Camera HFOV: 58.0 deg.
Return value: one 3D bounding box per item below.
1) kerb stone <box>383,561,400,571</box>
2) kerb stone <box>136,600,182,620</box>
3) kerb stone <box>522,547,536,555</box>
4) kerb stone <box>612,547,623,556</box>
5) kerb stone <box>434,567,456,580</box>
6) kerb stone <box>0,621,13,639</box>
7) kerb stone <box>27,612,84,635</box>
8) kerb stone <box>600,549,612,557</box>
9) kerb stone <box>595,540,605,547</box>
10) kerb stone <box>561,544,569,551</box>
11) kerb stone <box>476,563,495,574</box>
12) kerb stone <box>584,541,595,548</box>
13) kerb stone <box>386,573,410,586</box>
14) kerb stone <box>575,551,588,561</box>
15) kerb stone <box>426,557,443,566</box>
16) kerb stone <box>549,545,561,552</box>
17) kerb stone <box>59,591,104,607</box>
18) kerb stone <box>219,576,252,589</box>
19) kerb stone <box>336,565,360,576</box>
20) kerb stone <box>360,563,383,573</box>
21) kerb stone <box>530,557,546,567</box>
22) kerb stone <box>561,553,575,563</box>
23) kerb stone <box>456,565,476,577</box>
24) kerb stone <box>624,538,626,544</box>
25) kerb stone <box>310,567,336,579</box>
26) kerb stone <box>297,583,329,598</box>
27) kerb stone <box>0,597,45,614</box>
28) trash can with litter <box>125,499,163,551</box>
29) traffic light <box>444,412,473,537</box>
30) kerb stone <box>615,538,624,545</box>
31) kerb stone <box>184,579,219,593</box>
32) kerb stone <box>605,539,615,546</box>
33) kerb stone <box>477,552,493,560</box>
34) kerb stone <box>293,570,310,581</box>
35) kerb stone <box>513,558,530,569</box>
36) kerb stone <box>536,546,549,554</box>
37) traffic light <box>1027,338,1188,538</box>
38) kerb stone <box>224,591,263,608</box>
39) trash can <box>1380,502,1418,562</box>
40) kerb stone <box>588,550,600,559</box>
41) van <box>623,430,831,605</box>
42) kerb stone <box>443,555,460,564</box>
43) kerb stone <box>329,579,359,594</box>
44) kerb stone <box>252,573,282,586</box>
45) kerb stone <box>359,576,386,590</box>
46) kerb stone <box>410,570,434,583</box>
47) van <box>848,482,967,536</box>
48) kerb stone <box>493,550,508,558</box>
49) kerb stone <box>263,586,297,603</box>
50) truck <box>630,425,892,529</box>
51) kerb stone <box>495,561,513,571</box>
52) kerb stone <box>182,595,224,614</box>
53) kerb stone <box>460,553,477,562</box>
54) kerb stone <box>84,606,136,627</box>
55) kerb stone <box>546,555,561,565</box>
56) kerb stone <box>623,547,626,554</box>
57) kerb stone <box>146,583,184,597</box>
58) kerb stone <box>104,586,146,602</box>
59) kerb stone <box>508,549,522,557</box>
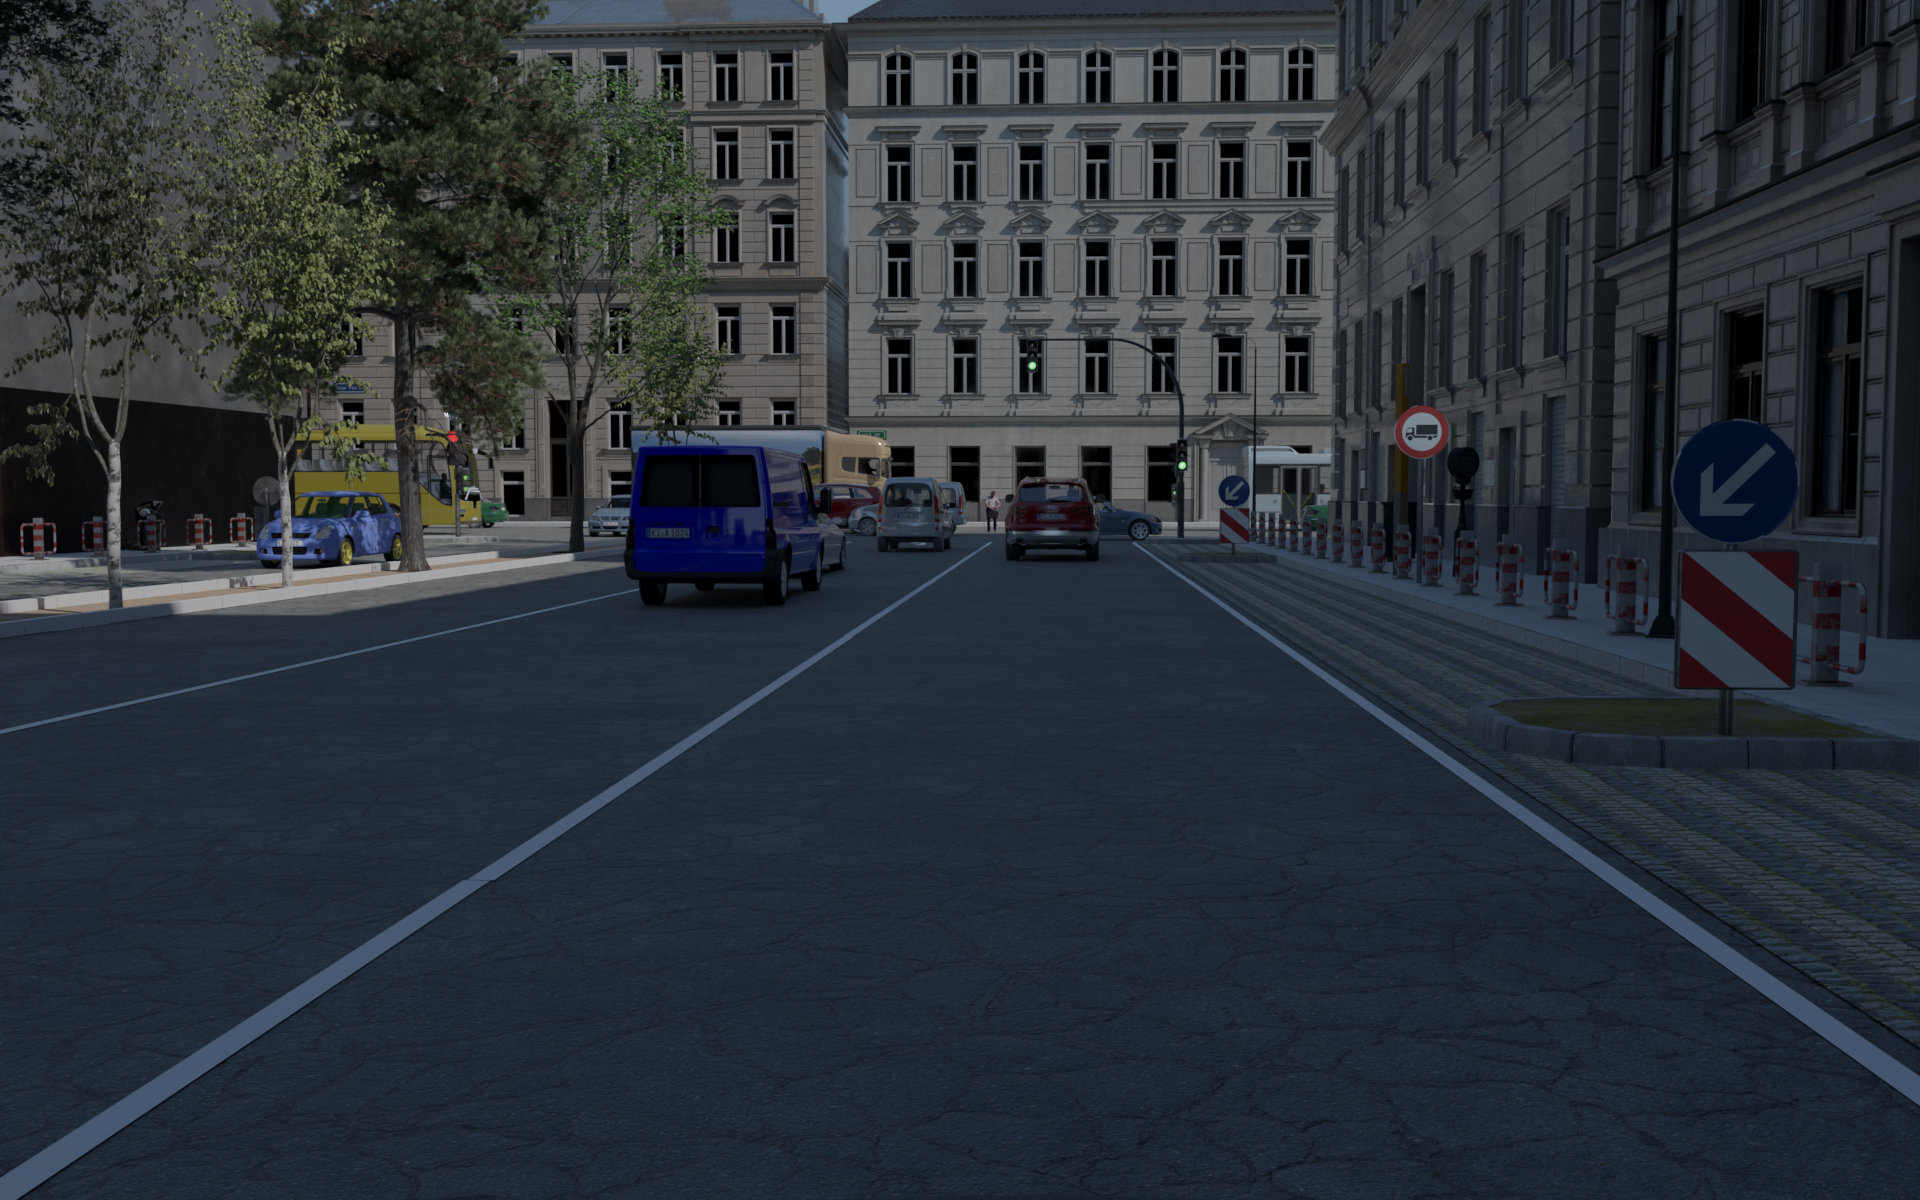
[{"bbox_3d":[-10.742,-0.631,32.504,0.120,0.150,1.000,0,4,3],"label":"kerb stone"},{"bbox_3d":[-9.376,0.131,20.118,0.120,0.150,1.000,0,4,3],"label":"kerb stone"},{"bbox_3d":[-10.238,-1.134,40.739,0.120,0.150,1.000,0,4,3],"label":"kerb stone"},{"bbox_3d":[-8.146,-1.129,40.649,0.120,0.150,1.000,0,4,3],"label":"kerb stone"},{"bbox_3d":[-8.823,-0.438,29.368,0.120,0.150,1.000,0,4,3],"label":"kerb stone"},{"bbox_3d":[-9.563,0.316,17.034,0.120,0.150,1.000,0,4,3],"label":"kerb stone"},{"bbox_3d":[-9.503,0.253,18.064,0.120,0.150,1.000,0,4,3],"label":"kerb stone"},{"bbox_3d":[-8.205,-1.066,39.625,0.120,0.150,1.000,0,4,3],"label":"kerb stone"},{"bbox_3d":[-9.872,-1.512,46.919,0.120,0.150,1.000,0,4,3],"label":"kerb stone"},{"bbox_3d":[-10.055,-1.320,43.834,0.120,0.150,1.000,0,4,3],"label":"kerb stone"},{"bbox_3d":[-8.705,-0.562,31.415,0.120,0.150,1.000,0,4,3],"label":"kerb stone"},{"bbox_3d":[-9.935,-1.449,45.893,0.120,0.150,1.000,0,4,3],"label":"kerb stone"},{"bbox_3d":[-8.951,-0.312,27.301,0.120,0.150,1.000,0,4,3],"label":"kerb stone"},{"bbox_3d":[-8.331,-0.941,37.579,0.120,0.150,1.000,0,4,3],"label":"kerb stone"},{"bbox_3d":[-10.611,-0.756,34.560,0.120,0.150,1.000,0,4,3],"label":"kerb stone"},{"bbox_3d":[-10.117,-1.260,42.796,0.120,0.150,1.000,0,4,3],"label":"kerb stone"},{"bbox_3d":[-11.359,-0.003,22.239,0.120,0.150,1.000,0,4,3],"label":"kerb stone"},{"bbox_3d":[-11.110,-0.252,26.345,0.120,0.150,1.000,0,4,3],"label":"kerb stone"},{"bbox_3d":[-10.866,-0.505,30.453,0.120,0.150,1.000,0,4,3],"label":"kerb stone"},{"bbox_3d":[-10.798,-0.567,31.476,0.120,0.150,1.000,0,4,3],"label":"kerb stone"},{"bbox_3d":[-8.511,-0.752,34.498,0.120,0.150,1.000,0,4,3],"label":"kerb stone"},{"bbox_3d":[-8.381,-0.878,36.551,0.120,0.150,1.000,0,4,3],"label":"kerb stone"},{"bbox_3d":[-8.764,-0.501,30.392,0.120,0.150,1.000,0,4,3],"label":"kerb stone"},{"bbox_3d":[-9.686,-1.700,49.989,0.120,0.150,1.000,0,4,3],"label":"kerb stone"},{"bbox_3d":[-10.924,-0.442,29.426,0.120,0.150,1.000,0,4,3],"label":"kerb stone"},{"bbox_3d":[-9.135,-0.124,24.227,0.120,0.150,1.000,0,4,3],"label":"kerb stone"},{"bbox_3d":[-11.416,0.066,21.213,0.120,0.150,1.000,0,4,3],"label":"kerb stone"},{"bbox_3d":[-18.521,-1.699,39.173,1.055,1.170,0.624,2,4,32],"label":"trash can with litter"},{"bbox_3d":[-15.005,-3.841,51.723,0.839,4.253,0.868,0,4,3],"label":"traffic light"},{"bbox_3d":[-9.753,-1.637,48.966,0.120,0.150,1.000,0,4,3],"label":"kerb stone"},{"bbox_3d":[-11.170,-0.186,25.320,0.120,0.150,1.000,0,4,3],"label":"kerb stone"},{"bbox_3d":[-9.808,-1.570,47.942,0.120,0.150,1.000,0,4,3],"label":"kerb stone"},{"bbox_3d":[-10.429,-0.944,37.632,0.120,0.150,1.000,0,4,3],"label":"kerb stone"},{"bbox_3d":[-10.985,-0.380,28.401,0.120,0.150,1.000,0,4,3],"label":"kerb stone"},{"bbox_3d":[-8.573,-0.690,33.471,0.120,0.150,1.000,0,4,3],"label":"kerb stone"},{"bbox_3d":[-10.179,-1.197,41.763,0.120,0.150,1.000,0,4,3],"label":"kerb stone"},{"bbox_3d":[4.325,-4.634,50.439,4.771,5.953,1.251,0,4,3],"label":"traffic light"},{"bbox_3d":[-9.255,0.002,22.180,0.120,0.150,1.000,0,4,3],"label":"kerb stone"},{"bbox_3d":[8.316,-1.292,32.782,0.748,1.137,0.748,0,3,0],"label":"trash can"},{"bbox_3d":[-8.267,-1.003,38.602,0.120,0.150,1.000,0,4,3],"label":"kerb stone"},{"bbox_3d":[-3.101,-1.201,24.022,2.240,2.365,5.245,0,4,3],"label":"van"},{"bbox_3d":[-10.552,-0.819,35.584,0.120,0.150,1.000,0,4,3],"label":"kerb stone"},{"bbox_3d":[-9.068,-0.178,25.251,0.120,0.150,1.000,0,4,3],"label":"kerb stone"},{"bbox_3d":[-11.043,-0.316,27.368,0.120,0.150,1.000,0,4,3],"label":"kerb stone"},{"bbox_3d":[-8.999,-0.247,26.277,0.120,0.150,1.000,0,4,3],"label":"kerb stone"},{"bbox_3d":[-8.882,-0.374,28.336,0.120,0.150,1.000,0,4,3],"label":"kerb stone"},{"bbox_3d":[-1.815,-3.225,59.741,4.112,2.044,2.013,0,4,3],"label":"van"},{"bbox_3d":[-10.369,-1.007,38.660,0.120,0.150,1.000,0,4,3],"label":"kerb stone"},{"bbox_3d":[-9.193,-0.062,23.204,0.120,0.150,1.000,0,4,3],"label":"kerb stone"},{"bbox_3d":[-7.771,-5.053,71.533,11.283,4.237,2.839,0,4,4],"label":"truck"},{"bbox_3d":[-8.637,-0.623,32.440,0.120,0.150,1.000,0,4,3],"label":"kerb stone"},{"bbox_3d":[-9.318,0.065,21.150,0.120,0.150,1.000,0,4,3],"label":"kerb stone"},{"bbox_3d":[-10.497,-0.881,36.608,0.120,0.150,1.000,0,4,3],"label":"kerb stone"},{"bbox_3d":[-9.438,0.190,19.093,0.120,0.150,1.000,0,4,3],"label":"kerb stone"},{"bbox_3d":[-8.449,-0.815,35.528,0.120,0.150,1.000,0,4,3],"label":"kerb stone"},{"bbox_3d":[-8.082,-1.191,41.676,0.120,0.150,1.000,0,4,3],"label":"kerb stone"},{"bbox_3d":[-11.232,-0.128,24.291,0.120,0.150,1.000,0,4,3],"label":"kerb stone"},{"bbox_3d":[-11.293,-0.066,23.268,0.120,0.150,1.000,0,4,3],"label":"kerb stone"},{"bbox_3d":[-10.305,-1.071,39.701,0.120,0.150,1.000,0,4,3],"label":"kerb stone"}]
